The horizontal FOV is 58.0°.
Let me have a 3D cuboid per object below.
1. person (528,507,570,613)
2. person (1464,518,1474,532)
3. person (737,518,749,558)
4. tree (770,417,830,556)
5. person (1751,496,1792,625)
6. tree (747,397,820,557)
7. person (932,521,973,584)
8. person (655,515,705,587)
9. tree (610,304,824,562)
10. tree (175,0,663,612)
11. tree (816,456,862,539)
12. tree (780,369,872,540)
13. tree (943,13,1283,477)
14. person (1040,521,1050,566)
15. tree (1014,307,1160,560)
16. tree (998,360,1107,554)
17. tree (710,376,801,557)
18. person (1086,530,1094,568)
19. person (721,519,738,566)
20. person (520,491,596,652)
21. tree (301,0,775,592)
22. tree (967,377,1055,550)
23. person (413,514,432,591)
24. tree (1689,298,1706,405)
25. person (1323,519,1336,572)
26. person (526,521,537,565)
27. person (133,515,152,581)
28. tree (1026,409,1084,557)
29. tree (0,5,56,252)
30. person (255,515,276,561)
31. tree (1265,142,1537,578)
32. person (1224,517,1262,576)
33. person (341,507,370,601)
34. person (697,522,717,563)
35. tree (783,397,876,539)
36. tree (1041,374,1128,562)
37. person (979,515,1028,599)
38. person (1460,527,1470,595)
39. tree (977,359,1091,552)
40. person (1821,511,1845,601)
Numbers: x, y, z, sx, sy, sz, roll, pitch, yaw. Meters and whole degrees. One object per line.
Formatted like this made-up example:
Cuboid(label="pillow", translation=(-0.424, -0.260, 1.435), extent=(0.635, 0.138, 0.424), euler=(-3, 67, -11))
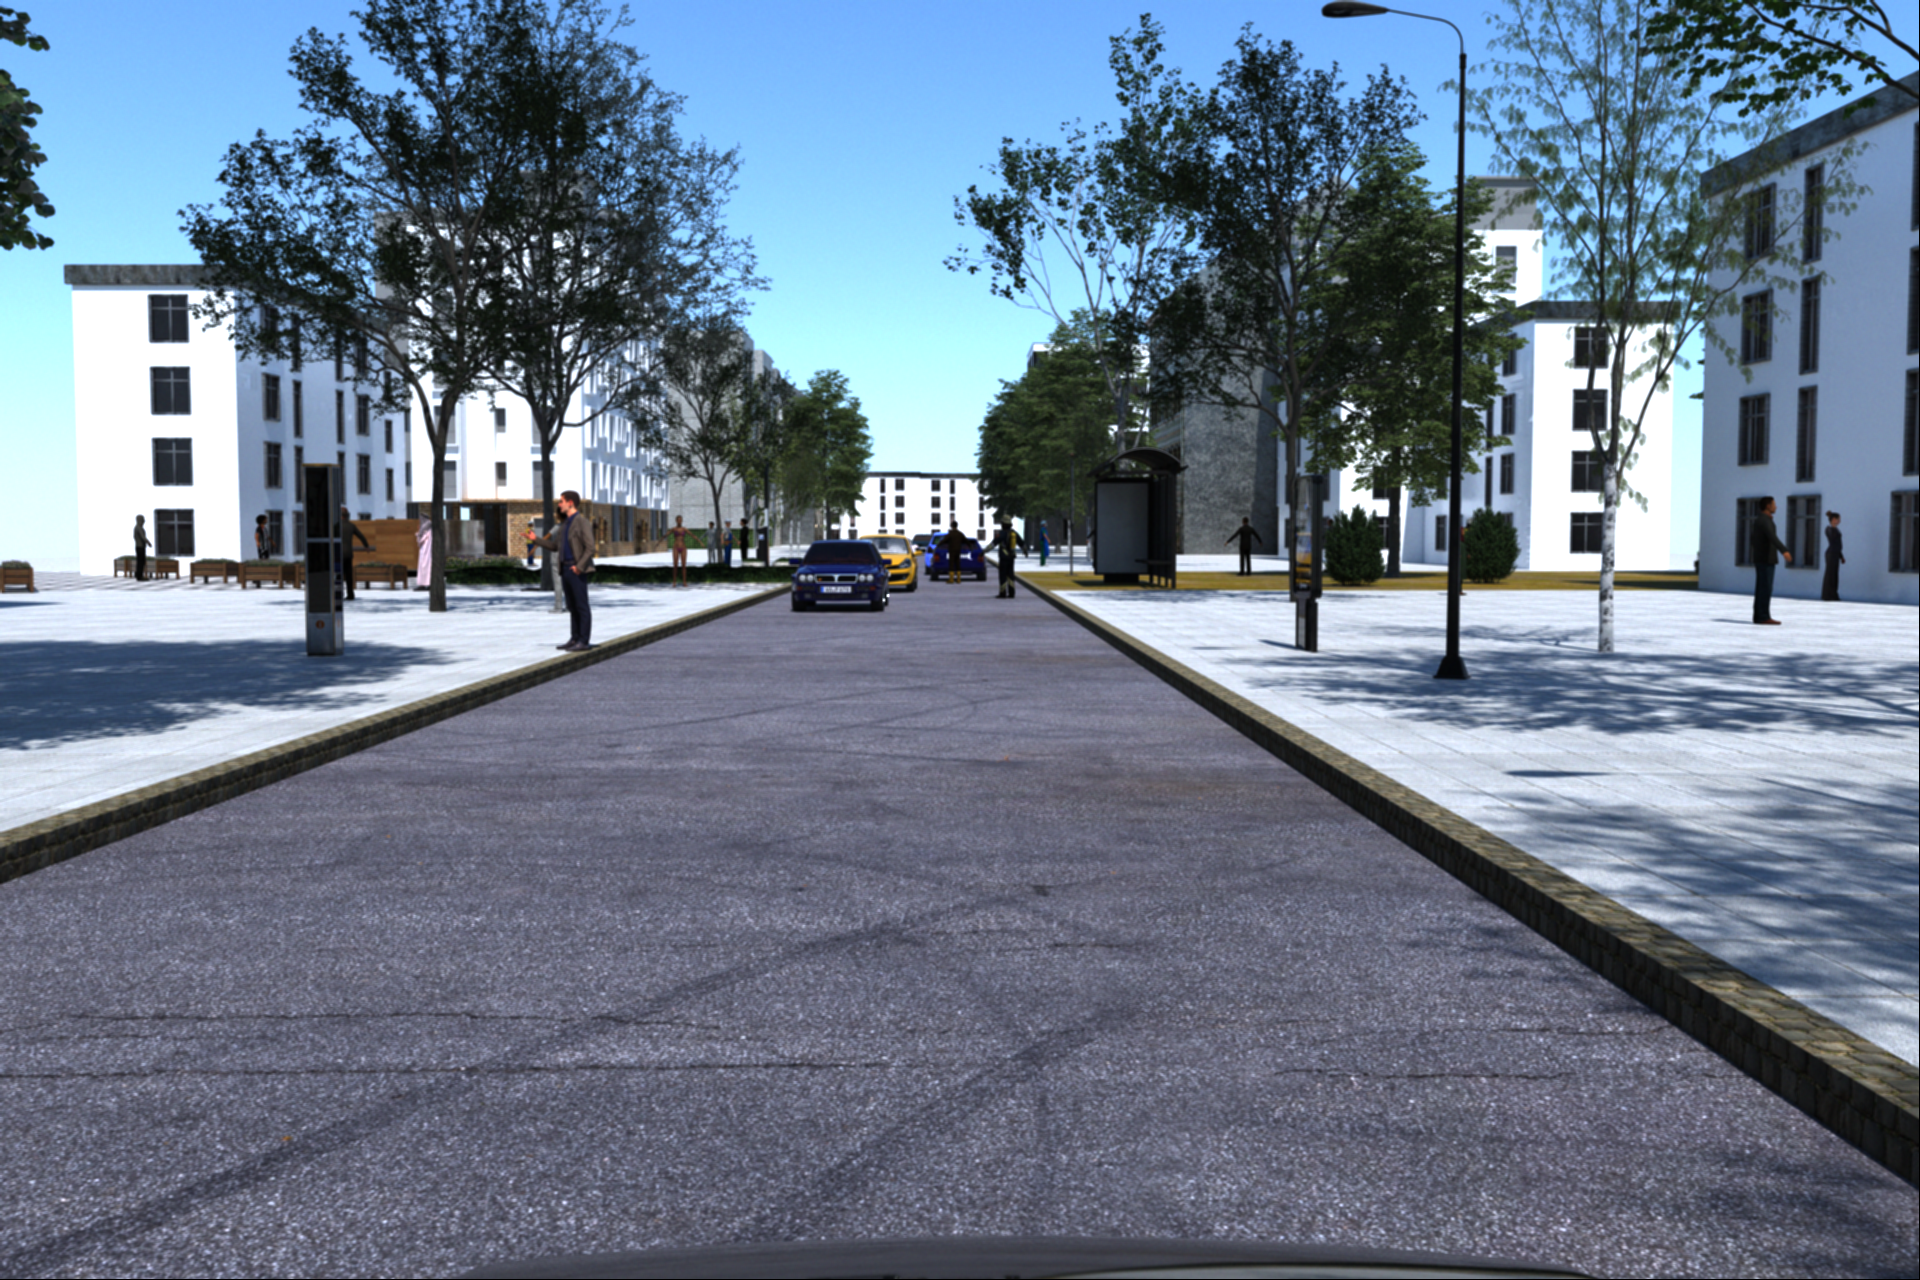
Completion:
Cuboid(label="person", translation=(-6.555, -1.316, 28.288), extent=(0.721, 1.739, 1.217), euler=(2, 4, 34))
Cuboid(label="person", translation=(18.068, -3.400, 61.366), extent=(0.705, 1.858, 1.354), euler=(-3, 5, -41))
Cuboid(label="person", translation=(-7.274, -3.176, 58.106), extent=(0.705, 1.806, 1.347), euler=(0, 4, 0))
Cuboid(label="tree", translation=(-9.606, -9.325, 102.819), extent=(4.360, 8.622, 3.978), euler=(0, 3, 0))
Cuboid(label="person", translation=(11.488, -1.136, 24.640), extent=(0.705, 1.821, 1.348), euler=(0, 4, 8))
Cuboid(label="tree", translation=(-8.972, -8.704, 92.679), extent=(4.360, 8.622, 3.978), euler=(0, 3, 0))
Cuboid(label="person", translation=(-0.172, -2.539, 50.107), extent=(1.346, 1.812, 0.704), euler=(-2, 4, -31))
Cuboid(label="person", translation=(-6.785, -2.151, 41.975), extent=(1.217, 1.733, 0.721), euler=(-1, 4, -18))
Cuboid(label="tree", translation=(-9.680, -8.273, 69.677), extent=(8.767, 10.594, 7.601), euler=(-1, 4, -14))
Cuboid(label="tree", translation=(-8.680, -5.723, 27.982), extent=(8.767, 10.594, 7.601), euler=(0, 4, 3))
Cuboid(label="tree", translation=(-10.120, -11.931, 145.430), extent=(4.737, 8.622, 4.395), euler=(0, 3, 0))
Cuboid(label="tree", translation=(-9.388, -12.299, 119.218), extent=(7.486, 12.596, 7.792), euler=(0, 3, 0))
Cuboid(label="tree", translation=(5.727, -12.844, 65.892), extent=(12.611, 20.169, 13.585), euler=(0, 3, 0))
Cuboid(label="person", translation=(3.350, -3.829, 68.734), extent=(0.704, 1.817, 1.347), euler=(-1, 4, -9))
Cuboid(label="tree", translation=(6.179, -10.340, 87.189), extent=(7.486, 12.596, 7.792), euler=(0, 3, 0))
Cuboid(label="tree", translation=(5.906, -11.830, 111.539), extent=(7.486, 12.596, 7.792), euler=(0, 3, 0))
Cuboid(label="tree", translation=(-9.477, -7.843, 78.593), extent=(4.737, 8.622, 4.395), euler=(0, 3, 0))
Cuboid(label="person", translation=(5.122, -3.493, 63.827), extent=(1.216, 1.740, 0.721), euler=(-2, 4, -34))
Cuboid(label="person", translation=(-8.411, -3.492, 62.950), extent=(0.705, 1.847, 1.347), euler=(1, 4, 18))
Cuboid(label="person", translation=(-4.408, -0.761, 19.019), extent=(0.750, 1.759, 0.617), euler=(-2, 4, -24))
Cuboid(label="tree", translation=(-9.239, -7.844, 38.623), extent=(12.009, 13.543, 11.850), euler=(0, 3, 0))
Cuboid(label="tree", translation=(5.172, -14.041, 136.225), extent=(9.857, 13.997, 8.962), euler=(0, 3, 0))
Cuboid(label="person", translation=(-12.078, -1.982, 39.118), extent=(0.621, 1.740, 0.551), euler=(-2, 4, -25))
Cuboid(label="tree", translation=(25.391, -8.160, 51.544), extent=(7.486, 12.596, 7.792), euler=(0, 3, 0))
Cuboid(label="person", translation=(12.630, -3.234, 59.155), extent=(0.705, 1.796, 1.348), euler=(3, 5, 44))
Cuboid(label="person", translation=(-17.678, -4.003, 71.422), extent=(0.705, 1.833, 1.349), euler=(-2, 4, -32))
Cuboid(label="person", translation=(-22.375, -2.522, 47.362), extent=(0.705, 1.813, 1.348), euler=(-3, 4, -38))
Cuboid(label="tree", translation=(6.416, -9.074, 98.718), extent=(4.360, 8.622, 3.978), euler=(0, 3, 0))
Cuboid(label="tree", translation=(-8.607, -6.277, 9.279), extent=(9.857, 13.997, 8.962), euler=(0, 3, 0))
Cuboid(label="person", translation=(-19.546, -2.600, 48.654), extent=(0.704, 1.843, 1.345), euler=(0, 4, -3))
Cuboid(label="tree", translation=(12.757, -8.112, 50.757), extent=(7.486, 12.596, 7.792), euler=(0, 3, 0))
Cuboid(label="person", translation=(8.730, -2.867, 53.094), extent=(1.346, 1.802, 0.704), euler=(-2, 4, -24))
Cuboid(label="person", translation=(-11.919, -1.666, 33.423), extent=(0.705, 1.807, 1.348), euler=(2, 4, 34))
Cuboid(label="person", translation=(-10.595, -4.131, 73.730), extent=(1.347, 1.806, 0.705), euler=(2, 4, 28))
Cuboid(label="tree", translation=(-9.914, -12.491, 129.982), extent=(9.928, 11.665, 9.643), euler=(0, 3, 0))
Cuboid(label="tree", translation=(6.016, -7.885, 79.289), extent=(4.360, 8.622, 3.978), euler=(0, 3, 0))
Cuboid(label="person", translation=(1.025, -1.858, 38.613), extent=(1.354, 1.856, 0.705), euler=(-3, 4, -37))
Cuboid(label="person", translation=(10.551, -1.659, 36.336), extent=(0.599, 1.438, 0.989), euler=(2, 4, 29))
Cuboid(label="tree", translation=(5.518, -13.297, 124.057), extent=(9.857, 13.997, 8.962), euler=(0, 3, 0))
Cuboid(label="person", translation=(16.660, -1.595, 32.925), extent=(0.445, 1.727, 0.742), euler=(1, 4, 12))
